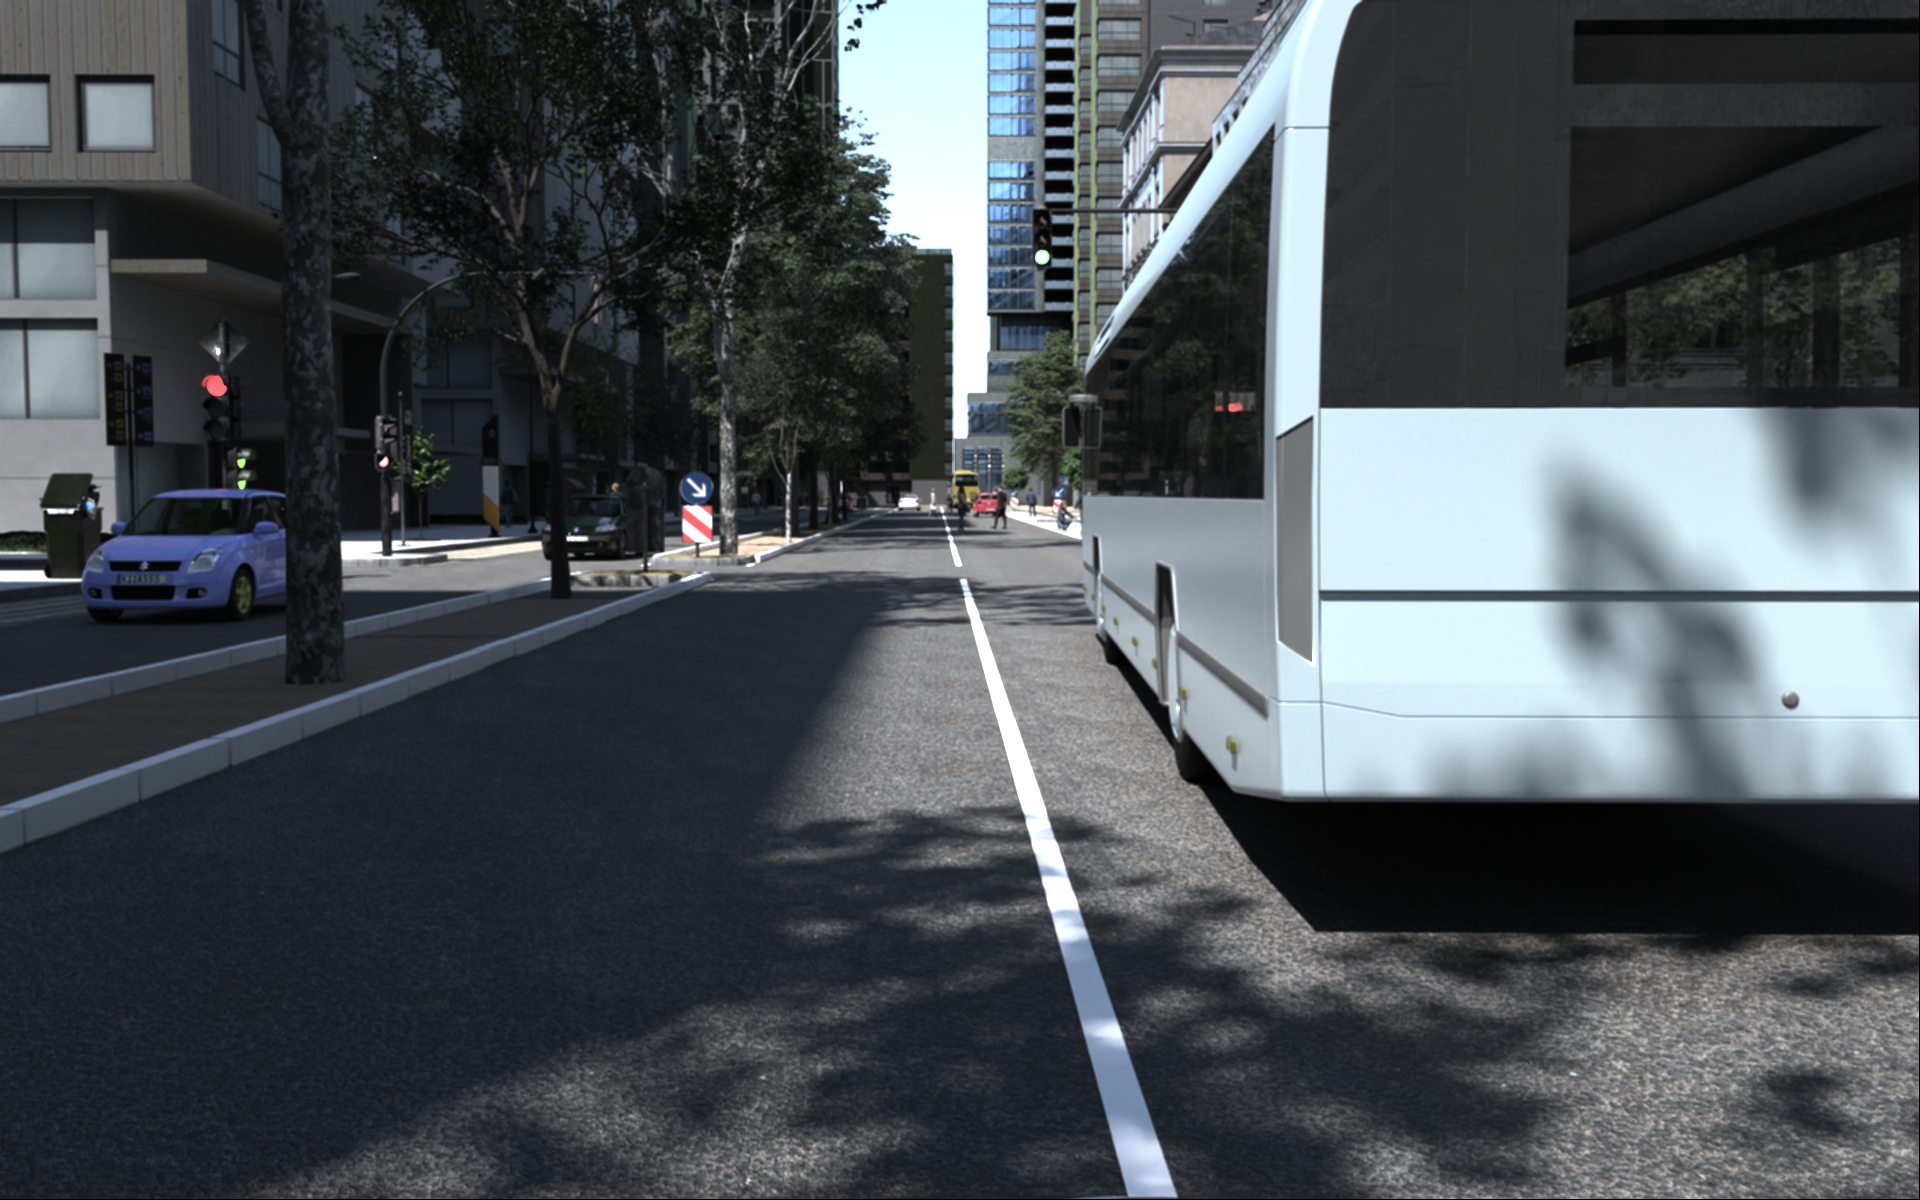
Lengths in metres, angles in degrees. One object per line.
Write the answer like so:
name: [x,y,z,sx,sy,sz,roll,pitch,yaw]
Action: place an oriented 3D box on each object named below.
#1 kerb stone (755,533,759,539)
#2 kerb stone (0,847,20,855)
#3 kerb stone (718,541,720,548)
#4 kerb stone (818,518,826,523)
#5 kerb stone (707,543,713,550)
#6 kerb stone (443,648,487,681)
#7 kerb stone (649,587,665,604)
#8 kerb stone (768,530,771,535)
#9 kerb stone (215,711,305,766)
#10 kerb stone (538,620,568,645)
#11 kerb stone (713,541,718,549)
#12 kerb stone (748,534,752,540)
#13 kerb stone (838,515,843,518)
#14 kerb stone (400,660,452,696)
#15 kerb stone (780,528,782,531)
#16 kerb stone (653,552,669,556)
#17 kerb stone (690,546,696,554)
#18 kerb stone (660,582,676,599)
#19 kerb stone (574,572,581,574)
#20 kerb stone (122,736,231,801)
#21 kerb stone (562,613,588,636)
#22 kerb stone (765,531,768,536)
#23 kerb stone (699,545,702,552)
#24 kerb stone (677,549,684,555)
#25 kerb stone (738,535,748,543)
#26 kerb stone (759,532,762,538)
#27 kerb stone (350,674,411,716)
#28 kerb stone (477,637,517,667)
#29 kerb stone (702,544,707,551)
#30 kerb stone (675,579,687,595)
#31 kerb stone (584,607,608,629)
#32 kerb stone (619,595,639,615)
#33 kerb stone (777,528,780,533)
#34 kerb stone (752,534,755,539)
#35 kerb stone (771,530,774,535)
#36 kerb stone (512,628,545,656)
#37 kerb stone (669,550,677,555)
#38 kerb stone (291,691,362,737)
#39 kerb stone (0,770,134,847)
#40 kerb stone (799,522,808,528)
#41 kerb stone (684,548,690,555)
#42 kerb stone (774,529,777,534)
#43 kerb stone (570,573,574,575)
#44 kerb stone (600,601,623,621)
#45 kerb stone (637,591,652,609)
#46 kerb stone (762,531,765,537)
kerb stone: [-6.605,-2.019,55.212,0.120,0.150,1.000,0,4,-1]
kerb stone: [-3.865,0.958,6.546,0.120,0.150,1.000,0,4,-1]
kerb stone: [-6.480,-1.456,46.005,0.120,0.150,1.000,0,4,-1]
kerb stone: [-7.048,-4.026,88.042,0.120,0.150,1.000,0,4,-1]
kerb stone: [-6.460,-1.331,43.956,0.120,0.150,1.000,0,4,-1]
kerb stone: [-3.960,0.521,13.729,0.120,0.150,1.000,0,4,-1]
kerb stone: [-4.085,-0.042,22.945,0.120,0.150,1.000,0,4,-1]
kerb stone: [-6.663,-2.269,59.322,0.120,0.150,1.000,0,4,-1]
kerb stone: [-3.901,0.769,9.624,0.120,0.150,1.000,0,4,-1]
kerb stone: [-3.998,0.329,16.811,0.120,0.150,1.000,0,4,-1]
kerb stone: [-6.465,-1.392,44.978,0.120,0.150,1.000,0,4,-1]
kerb stone: [-6.581,-1.894,53.167,0.120,0.150,1.000,0,4,-1]
kerb stone: [-7.288,-5.155,106.478,0.120,0.150,1.000,0,4,-1]
kerb stone: [-3.949,0.582,12.699,0.120,0.150,1.000,0,4,-1]
kerb stone: [-6.716,-2.523,63.441,0.120,0.150,1.000,0,4,-1]
kerb stone: [-6.369,-0.891,36.765,0.120,0.150,1.000,0,4,-1]
kerb stone: [-6.414,-1.142,40.874,0.120,0.150,1.000,0,4,-1]
kerb stone: [-4.100,-0.109,23.972,0.120,0.150,1.000,0,4,-1]
kerb stone: [-6.248,-0.355,28.100,0.120,0.150,1.000,0,4,-1]
kerb stone: [-3.893,0.834,8.589,0.120,0.150,1.000,0,4,-1]
kerb stone: [-4.016,0.269,17.834,0.120,0.150,1.000,0,4,-1]
kerb stone: [-6.648,-2.206,58.292,0.120,0.150,1.000,0,4,-1]
kerb stone: [-6.436,-1.203,41.901,0.120,0.150,1.000,0,4,-1]
kerb stone: [-6.383,-1.012,38.825,0.120,0.150,1.000,0,4,-1]
kerb stone: [-6.569,-1.831,52.143,0.120,0.150,1.000,0,4,-1]
kerb stone: [-6.617,-2.082,56.234,0.120,0.150,1.000,0,4,-1]
kerb stone: [-3.932,0.646,11.677,0.120,0.150,1.000,0,4,-1]
kerb stone: [-3.981,0.455,14.759,0.120,0.150,1.000,0,4,-1]
kerb stone: [-6.450,-1.268,42.934,0.120,0.150,1.000,0,4,-1]
kerb stone: [-4.108,-0.172,25.001,0.120,0.150,1.000,0,4,-1]
kerb stone: [-4.020,0.207,18.856,0.120,0.150,1.000,0,4,-1]
kerb stone: [-4.053,0.079,20.901,0.120,0.150,1.000,0,4,-1]
kerb stone: [-6.697,-2.450,62.418,0.120,0.150,1.000,0,4,-1]
kerb stone: [-6.602,-1.955,54.189,0.120,0.150,1.000,0,4,-1]
kerb stone: [-6.677,-2.332,60.356,0.120,0.150,1.000,0,4,-1]
kerb stone: [-3.983,0.393,15.781,0.120,0.150,1.000,0,4,-1]
kerb stone: [-6.378,-0.954,37.801,0.120,0.150,1.000,0,4,-1]
kerb stone: [-3.919,0.709,10.651,0.120,0.150,1.000,0,4,-1]
kerb stone: [-3.880,0.895,7.567,0.120,0.150,1.000,0,4,-1]
kerb stone: [-6.873,-3.276,75.756,0.120,0.150,1.000,0,4,-1]
kerb stone: [-6.410,-1.080,39.852,0.120,0.150,1.000,0,4,-1]
kerb stone: [-6.682,-2.397,61.379,0.120,0.150,1.000,0,4,-1]
kerb stone: [-6.238,-0.298,27.070,0.120,0.150,1.000,0,4,-1]
kerb stone: [-4.046,0.143,19.877,0.120,0.150,1.000,0,4,-1]
kerb stone: [-4.069,0.018,21.923,0.120,0.150,1.000,0,4,-1]
kerb stone: [-6.634,-2.144,57.262,0.120,0.150,1.000,0,4,-1]
